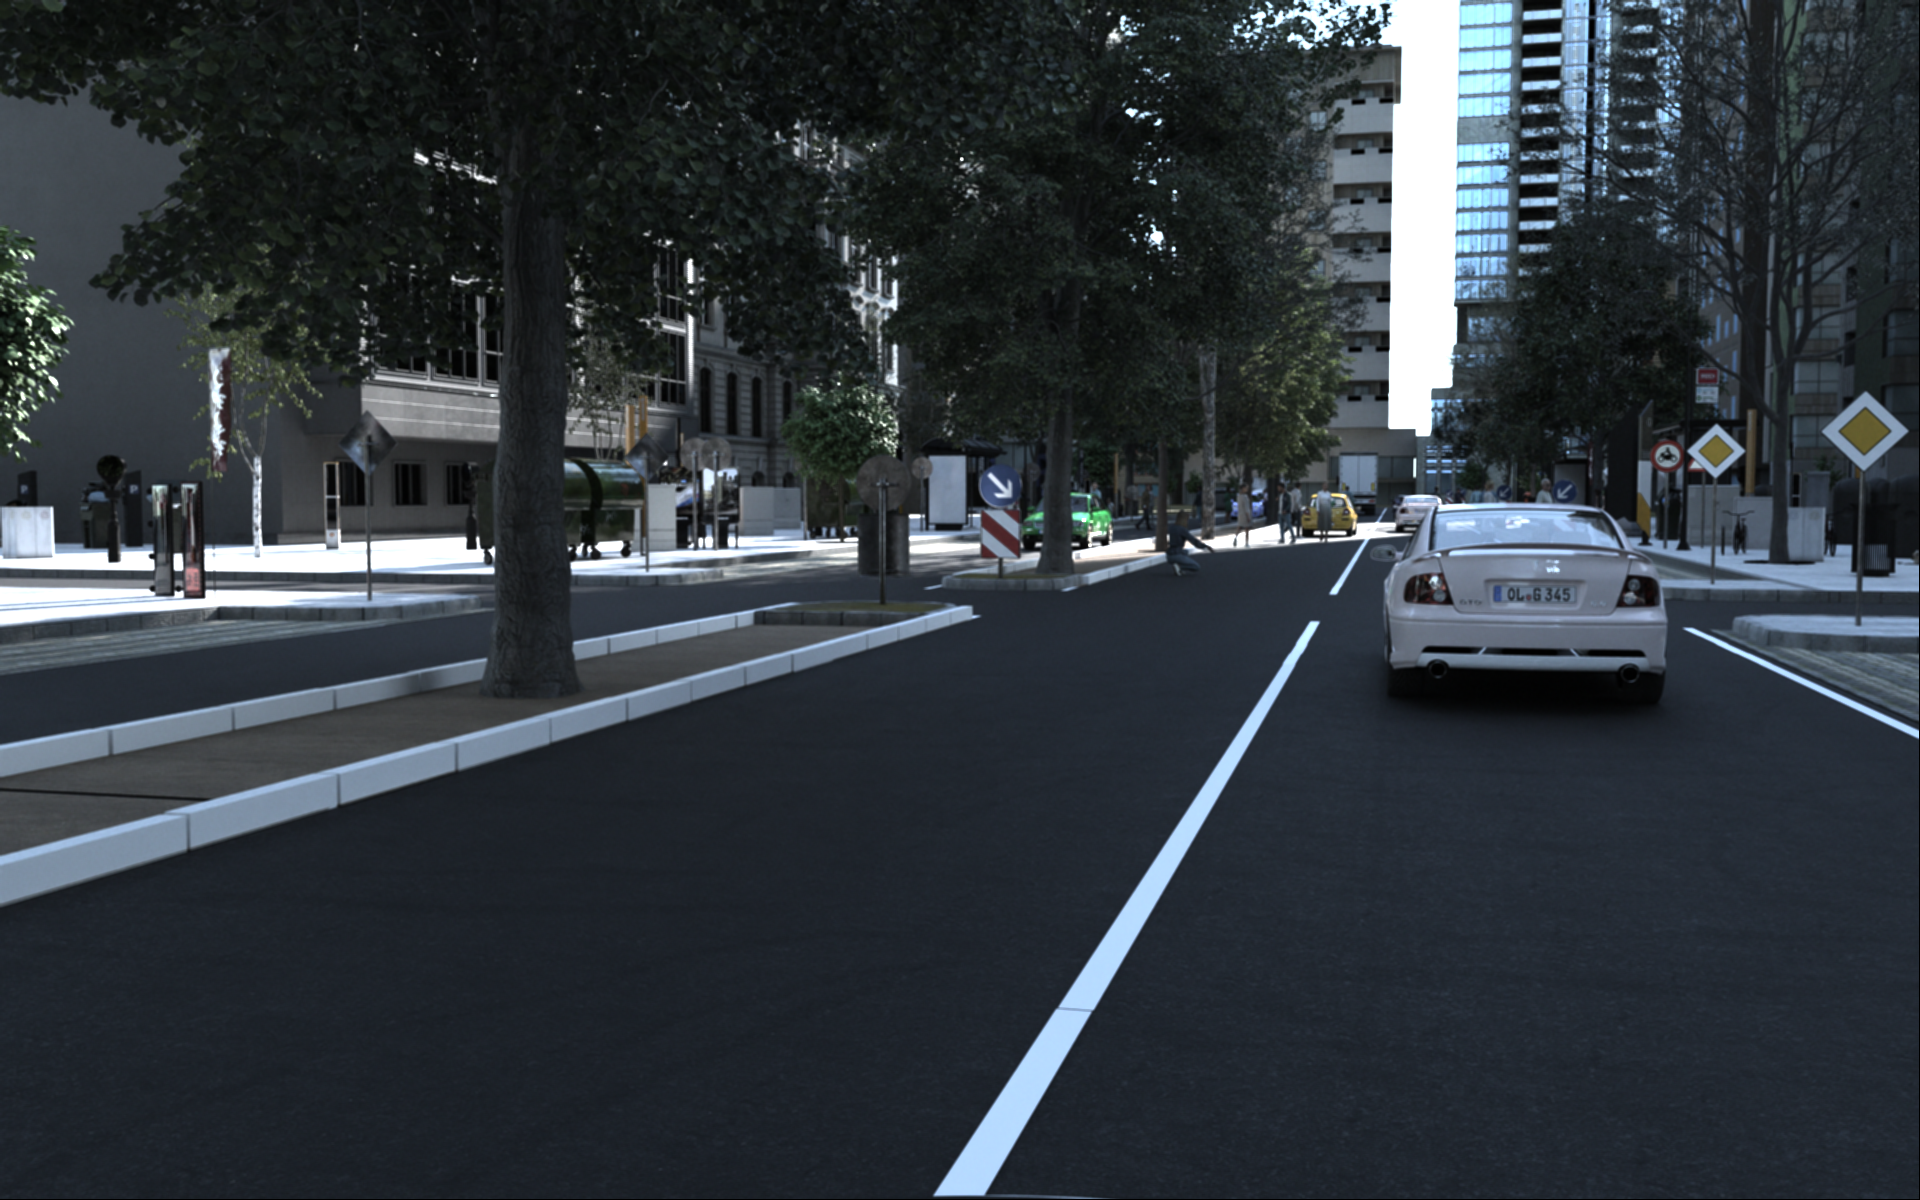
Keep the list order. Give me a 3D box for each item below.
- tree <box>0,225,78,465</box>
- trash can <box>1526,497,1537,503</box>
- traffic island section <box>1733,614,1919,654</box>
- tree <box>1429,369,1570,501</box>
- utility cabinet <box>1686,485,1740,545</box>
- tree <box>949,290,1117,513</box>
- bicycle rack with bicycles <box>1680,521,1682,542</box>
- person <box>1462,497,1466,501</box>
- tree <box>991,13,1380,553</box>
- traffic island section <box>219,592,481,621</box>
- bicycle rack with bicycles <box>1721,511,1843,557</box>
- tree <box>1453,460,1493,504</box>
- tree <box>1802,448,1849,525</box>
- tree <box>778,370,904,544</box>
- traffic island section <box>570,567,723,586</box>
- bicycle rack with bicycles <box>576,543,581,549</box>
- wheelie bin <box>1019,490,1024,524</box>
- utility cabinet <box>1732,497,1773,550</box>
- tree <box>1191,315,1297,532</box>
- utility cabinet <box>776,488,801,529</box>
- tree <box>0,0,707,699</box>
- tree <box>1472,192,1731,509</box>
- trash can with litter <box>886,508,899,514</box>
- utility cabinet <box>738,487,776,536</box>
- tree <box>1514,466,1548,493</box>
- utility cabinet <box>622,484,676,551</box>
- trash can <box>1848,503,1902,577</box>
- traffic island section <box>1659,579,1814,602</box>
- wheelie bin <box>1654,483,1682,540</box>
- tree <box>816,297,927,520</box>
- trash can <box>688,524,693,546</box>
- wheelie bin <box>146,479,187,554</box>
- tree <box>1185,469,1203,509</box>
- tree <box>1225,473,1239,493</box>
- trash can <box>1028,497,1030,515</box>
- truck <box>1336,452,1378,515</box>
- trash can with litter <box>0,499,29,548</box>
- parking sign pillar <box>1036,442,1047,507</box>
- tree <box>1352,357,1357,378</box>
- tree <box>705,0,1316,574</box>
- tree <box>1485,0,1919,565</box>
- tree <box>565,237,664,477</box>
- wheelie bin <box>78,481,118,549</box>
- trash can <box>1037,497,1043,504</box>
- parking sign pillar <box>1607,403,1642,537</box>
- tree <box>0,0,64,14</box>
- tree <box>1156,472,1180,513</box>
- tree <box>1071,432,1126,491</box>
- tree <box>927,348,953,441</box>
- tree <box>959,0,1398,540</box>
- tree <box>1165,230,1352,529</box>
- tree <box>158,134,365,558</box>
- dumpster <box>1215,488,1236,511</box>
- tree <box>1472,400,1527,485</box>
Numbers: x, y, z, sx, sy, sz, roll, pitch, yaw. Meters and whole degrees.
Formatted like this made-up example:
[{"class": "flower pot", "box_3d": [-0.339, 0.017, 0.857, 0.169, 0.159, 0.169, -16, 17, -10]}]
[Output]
[{"class": "tree", "box_3d": [-10.588, -2.052, 17.258, 4.285, 4.588, 4.351, 0, 3, 0]}, {"class": "trash can", "box_3d": [26.410, -4.156, 79.596, 0.748, 1.137, 0.748, 0, 3, 0]}, {"class": "traffic island section", "box_3d": [8.768, 0.331, 16.874, 2.009, 0.180, 2.903, 1, 4, 14]}, {"class": "tree", "box_3d": [33.161, -10.371, 103.986, 7.601, 10.594, 8.767, 2, 4, 33]}, {"class": "utility cabinet", "box_3d": [18.601, -2.086, 42.782, 1.173, 1.500, 0.318, 1, 4, 22]}, {"class": "tree", "box_3d": [3.011, -8.568, 74.507, 8.767, 10.594, 7.601, 2, 4, 28]}, {"class": "bicycle rack with bicycles", "box_3d": [20.394, -1.980, 45.762, 2.852, 0.926, 2.925, -1, 4, -16]}, {"class": "person", "box_3d": [50.289, -9.903, 173.672, 1.065, 1.426, 0.557, -2, 4, -31]}, {"class": "tree", "box_3d": [4.964, -7.905, 42.069, 12.009, 13.543, 11.850, 0, 3, 0]}, {"class": "traffic island section", "box_3d": [-7.129, 0.087, 20.858, 2.009, 0.180, 2.903, 1, 4, 14]}, {"class": "bicycle rack with bicycles", "box_3d": [17.369, -1.438, 36.901, 2.852, 0.926, 2.925, 2, 4, 24]}, {"class": "tree", "box_3d": [46.546, -10.588, 156.823, 4.285, 4.588, 4.351, 0, 3, 0]}, {"class": "tree", "box_3d": [36.408, -4.810, 73.250, 1.663, 3.219, 1.824, 0, 3, 0]}, {"class": "tree", "box_3d": [-3.112, -3.775, 45.438, 4.285, 4.588, 4.351, 0, 3, 0]}, {"class": "traffic island section", "box_3d": [-5.184, -0.387, 28.603, 2.009, 0.180, 2.903, 1, 4, 14]}, {"class": "bicycle rack with bicycles", "box_3d": [-9.753, -1.738, 41.799, 2.852, 0.926, 2.925, 0, 4, 3]}, {"class": "wheelie bin", "box_3d": [2.456, -4.058, 74.251, 0.693, 1.594, 0.980, -1, 4, -17]}, {"class": "utility cabinet", "box_3d": [18.475, -1.771, 40.110, 1.020, 1.237, 0.306, 1, 4, 16]}, {"class": "tree", "box_3d": [10.472, -6.836, 64.589, 4.360, 8.622, 3.978, 0, 3, 0]}, {"class": "utility cabinet", "box_3d": [-6.404, -3.330, 63.123, 1.173, 1.500, 0.318, -1, 4, -15]}, {"class": "tree", "box_3d": [-3.067, -6.297, 12.064, 9.857, 13.997, 8.962, 0, 3, 0]}, {"class": "tree", "box_3d": [24.506, -9.113, 66.010, 9.611, 12.733, 9.660, 0, 3, 0]}, {"class": "trash can with litter", "box_3d": [-2.437, -2.630, 54.384, 1.055, 1.170, 0.624, 1, 4, 15]}, {"class": "utility cabinet", "box_3d": [-6.250, -2.708, 52.962, 0.318, 1.500, 1.173, 3, 5, 44]}, {"class": "tree", "box_3d": [30.849, -6.026, 93.131, 1.663, 3.219, 1.824, 0, 3, 0]}, {"class": "utility cabinet", "box_3d": [-6.926, -1.829, 38.581, 1.173, 1.500, 0.318, -2, 4, -35]}, {"class": "trash can", "box_3d": [14.238, -0.937, 26.978, 0.748, 1.137, 0.748, 0, 3, 0]}, {"class": "traffic island section", "box_3d": [10.714, -0.143, 24.619, 2.009, 0.180, 2.903, 1, 4, 14]}, {"class": "wheelie bin", "box_3d": [19.802, -2.476, 48.398, 0.693, 1.594, 0.980, 1, 4, 13]}, {"class": "tree", "box_3d": [-3.758, -7.037, 65.412, 4.360, 8.622, 3.978, 0, 3, 0]}, {"class": "trash can", "box_3d": [-6.909, -1.924, 43.105, 0.748, 1.137, 0.748, 0, 3, 0]}, {"class": "wheelie bin", "box_3d": [-17.062, -1.808, 37.461, 0.980, 1.594, 0.693, -1, 4, -9]}, {"class": "tree", "box_3d": [17.214, -8.150, 127.846, 1.663, 3.219, 1.824, 0, 3, 0]}, {"class": "tree", "box_3d": [25.345, -10.136, 160.328, 1.663, 3.219, 1.824, 0, 3, 0]}, {"class": "trash can", "box_3d": [3.806, -5.070, 94.544, 0.748, 1.137, 0.748, 0, 3, 0]}, {"class": "truck", "box_3d": [27.643, -8.049, 120.508, 2.839, 4.237, 11.283, 1, 4, 12]}, {"class": "trash can with litter", "box_3d": [-22.754, -1.839, 41.453, 1.055, 1.170, 0.624, 2, 4, 34]}, {"class": "parking sign pillar", "box_3d": [4.199, -5.826, 83.726, 1.447, 3.967, 1.447, -3, 5, -45]}, {"class": "tree", "box_3d": [14.301, -9.742, 79.872, 7.486, 12.596, 7.792, 0, 3, 0]}, {"class": "tree", "box_3d": [1.696, -7.405, 30.190, 9.857, 13.997, 8.962, 0, 3, 0]}, {"class": "tree", "box_3d": [14.937, -7.405, 31.442, 12.009, 13.543, 11.850, 0, 3, 0]}, {"class": "tree", "box_3d": [-9.605, -5.862, 46.214, 4.360, 8.622, 3.978, 0, 3, 0]}, {"class": "wheelie bin", "box_3d": [-20.297, -2.011, 40.790, 0.980, 1.594, 0.693, 2, 4, 35]}, {"class": "trash can", "box_3d": [3.810, -4.028, 77.516, 0.748, 1.137, 0.748, 0, 3, 0]}, {"class": "parking sign pillar", "box_3d": [20.025, -3.890, 52.076, 1.447, 3.967, 1.447, -1, 4, -12]}, {"class": "tree", "box_3d": [-4.928, -5.074, 3.547, 7.486, 12.596, 7.792, 0, 3, 0]}, {"class": "tree", "box_3d": [14.263, -7.613, 119.066, 1.663, 3.219, 1.824, 0, 3, 0]}, {"class": "tree", "box_3d": [7.070, -6.519, 90.298, 4.285, 4.588, 4.351, 0, 3, 0]}, {"class": "tree", "box_3d": [-1.898, -8.178, 84.078, 4.360, 8.622, 3.978, 0, 3, 0]}, {"class": "tree", "box_3d": [6.807, -12.017, 54.831, 12.611, 20.169, 13.585, 0, 3, 0]}, {"class": "tree", "box_3d": [11.691, -9.169, 70.499, 7.486, 12.596, 7.792, 0, 3, 0]}, {"class": "tree", "box_3d": [-14.064, -5.158, 34.696, 4.737, 8.622, 4.395, 0, 3, 0]}, {"class": "dumpster", "box_3d": [18.727, -7.043, 123.360, 1.865, 1.857, 1.264, 1, 4, 14]}, {"class": "tree", "box_3d": [36.579, -10.160, 116.477, 4.360, 8.622, 3.978, 0, 3, 0]}]
